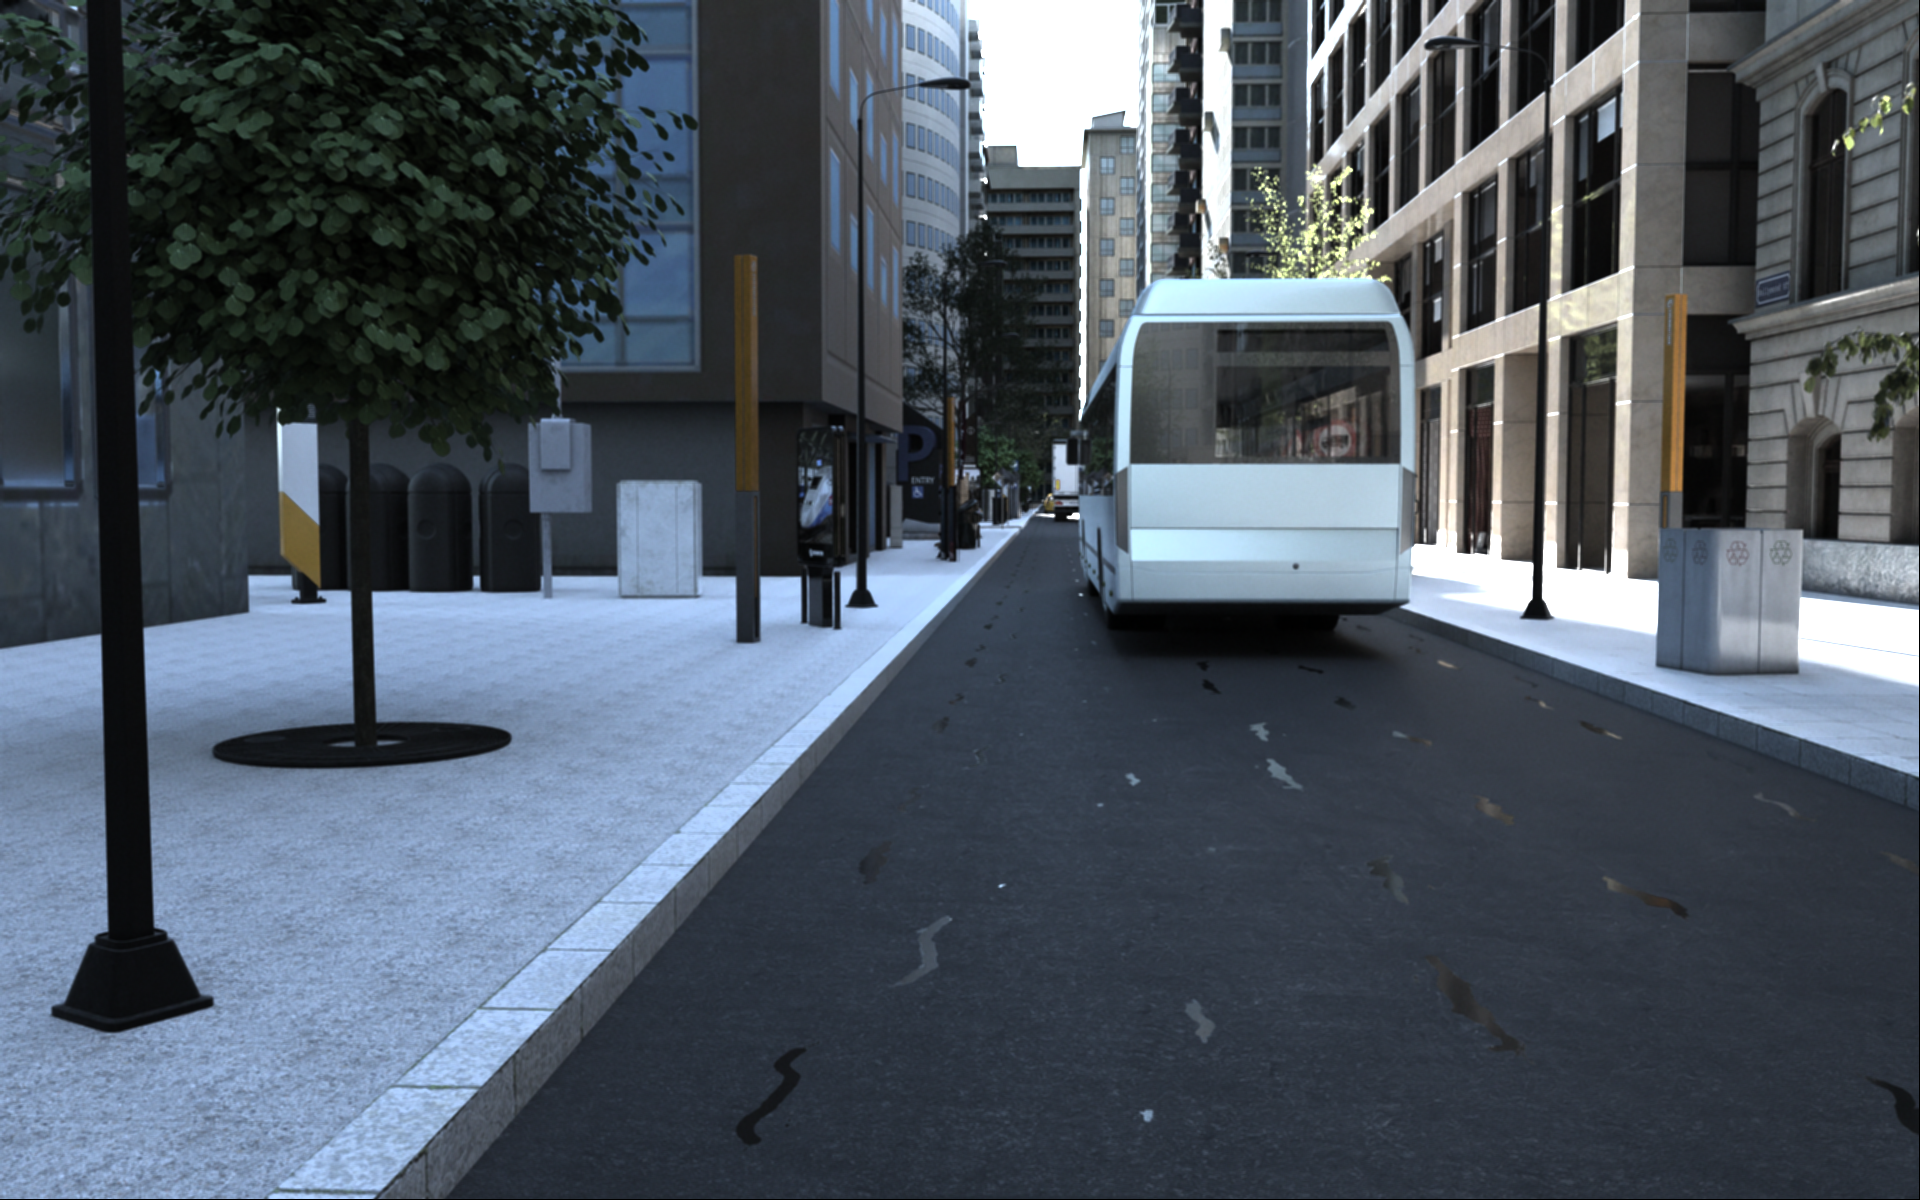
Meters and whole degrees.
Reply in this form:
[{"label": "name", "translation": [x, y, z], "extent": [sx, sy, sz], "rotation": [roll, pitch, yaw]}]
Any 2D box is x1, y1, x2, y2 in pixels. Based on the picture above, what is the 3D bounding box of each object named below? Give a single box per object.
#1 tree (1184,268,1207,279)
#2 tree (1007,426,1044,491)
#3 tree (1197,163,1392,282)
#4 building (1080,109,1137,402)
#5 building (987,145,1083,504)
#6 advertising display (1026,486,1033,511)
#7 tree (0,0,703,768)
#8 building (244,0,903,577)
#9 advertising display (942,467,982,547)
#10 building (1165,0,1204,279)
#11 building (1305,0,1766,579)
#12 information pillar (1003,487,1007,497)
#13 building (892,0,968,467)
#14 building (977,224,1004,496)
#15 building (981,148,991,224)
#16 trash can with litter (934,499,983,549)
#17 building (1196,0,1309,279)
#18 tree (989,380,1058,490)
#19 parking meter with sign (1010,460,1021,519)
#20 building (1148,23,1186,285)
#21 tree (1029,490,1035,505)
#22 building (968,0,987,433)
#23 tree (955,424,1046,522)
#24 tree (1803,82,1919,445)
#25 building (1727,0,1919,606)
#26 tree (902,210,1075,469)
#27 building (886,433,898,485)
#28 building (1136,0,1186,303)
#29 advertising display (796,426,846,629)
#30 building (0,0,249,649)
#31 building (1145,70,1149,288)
[{"label": "tree", "translation": [8.070, -6.461, 55.993], "extent": [4.737, 8.622, 4.395], "rotation": [0, 3, 0]}, {"label": "tree", "translation": [5.810, -12.811, 159.827], "extent": [4.737, 8.622, 4.395], "rotation": [0, 3, 0]}, {"label": "tree", "translation": [7.379, -5.355, 37.911], "extent": [4.360, 8.622, 3.978], "rotation": [0, 3, 0]}, {"label": "building", "translation": [30.899, -40.126, 245.301], "extent": [27.495, 52.752, 28.713], "rotation": [0, 4, 3]}, {"label": "building", "translation": [6.187, -37.878, 243.005], "extent": [21.600, 48.544, 21.300], "rotation": [0, 4, 3]}, {"label": "advertising display", "translation": [5.204, -7.874, 133.950], "extent": [0.974, 1.923, 0.123], "rotation": [3, 5, 42]}, {"label": "tree", "translation": [-2.936, -1.527, 8.674], "extent": [4.285, 4.588, 4.351], "rotation": [0, 3, 0]}, {"label": "building", "translation": [-8.607, -23.390, 32.540], "extent": [14.600, 45.320, 14.200], "rotation": [0, 4, 3]}, {"label": "advertising display", "translation": [0.051, -2.219, 41.488], "extent": [0.974, 1.923, 0.123], "rotation": [-1, 4, -22]}, {"label": "building", "translation": [26.235, -28.710, 124.028], "extent": [22.147, 44.769, 28.867], "rotation": [0, 4, 3]}, {"label": "building", "translation": [20.526, -14.506, 41.683], "extent": [19.350, 26.468, 34.151], "rotation": [0, 4, 3]}, {"label": "information pillar", "translation": [2.454, -6.112, 91.278], "extent": [0.504, 3.616, 0.183], "rotation": [-2, 4, -32]}, {"label": "building", "translation": [-10.601, -35.142, 116.574], "extent": [21.231, 58.520, 28.212], "rotation": [0, 4, 3]}, {"label": "building", "translation": [-2.560, -25.240, 184.378], "extent": [14.160, 30.474, 14.107], "rotation": [0, 4, 3]}, {"label": "building", "translation": [-9.284, -33.864, 208.306], "extent": [28.867, 44.769, 22.147], "rotation": [0, 4, 3]}, {"label": "trash can with litter", "translation": [-0.035, -1.769, 40.312], "extent": [1.055, 1.170, 0.624], "rotation": [-2, 4, -27]}, {"label": "building", "translation": [24.990, -24.313, 89.398], "extent": [23.993, 40.220, 32.217], "rotation": [0, 4, 3]}, {"label": "tree", "translation": [3.846, -9.873, 111.791], "extent": [4.360, 8.622, 3.978], "rotation": [0, 3, 0]}, {"label": "parking meter with sign", "translation": [2.871, -5.732, 89.972], "extent": [0.543, 3.016, 1.738], "rotation": [1, 4, 8]}, {"label": "building", "translation": [23.691, -28.793, 154.352], "extent": [14.154, 41.232, 14.086], "rotation": [0, 4, 3]}, {"label": "tree", "translation": [8.194, -12.917, 205.793], "extent": [1.663, 3.219, 1.824], "rotation": [0, 3, 0]}, {"label": "building", "translation": [-8.870, -33.155, 161.697], "extent": [23.786, 49.044, 30.456], "rotation": [0, 4, 3]}, {"label": "tree", "translation": [1.115, -5.891, 80.030], "extent": [4.285, 4.588, 4.351], "rotation": [0, 3, 0]}, {"label": "tree", "translation": [5.372, -3.487, 7.370], "extent": [4.360, 8.622, 3.978], "rotation": [0, 3, 0]}, {"label": "building", "translation": [15.542, -11.504, 7.182], "extent": [14.460, 24.649, 34.723], "rotation": [0, 4, 3]}, {"label": "tree", "translation": [0.218, -7.472, 56.573], "extent": [7.601, 10.594, 8.767], "rotation": [0, 4, -7]}, {"label": "building", "translation": [-11.698, -39.422, 82.798], "extent": [20.563, 71.187, 20.611], "rotation": [0, 4, 3]}, {"label": "building", "translation": [29.568, -46.971, 206.233], "extent": [20.563, 71.187, 20.611], "rotation": [0, 4, 3]}, {"label": "advertising display", "translation": [-1.354, -0.707, 16.770], "extent": [0.123, 1.923, 0.974], "rotation": [-2, 4, -27]}, {"label": "building", "translation": [-17.683, -42.111, 1.180], "extent": [22.319, 86.520, 31.000], "rotation": [0, 4, 3]}, {"label": "building", "translation": [25.371, -31.715, 168.658], "extent": [14.600, 45.320, 14.200], "rotation": [0, 4, 3]}]
